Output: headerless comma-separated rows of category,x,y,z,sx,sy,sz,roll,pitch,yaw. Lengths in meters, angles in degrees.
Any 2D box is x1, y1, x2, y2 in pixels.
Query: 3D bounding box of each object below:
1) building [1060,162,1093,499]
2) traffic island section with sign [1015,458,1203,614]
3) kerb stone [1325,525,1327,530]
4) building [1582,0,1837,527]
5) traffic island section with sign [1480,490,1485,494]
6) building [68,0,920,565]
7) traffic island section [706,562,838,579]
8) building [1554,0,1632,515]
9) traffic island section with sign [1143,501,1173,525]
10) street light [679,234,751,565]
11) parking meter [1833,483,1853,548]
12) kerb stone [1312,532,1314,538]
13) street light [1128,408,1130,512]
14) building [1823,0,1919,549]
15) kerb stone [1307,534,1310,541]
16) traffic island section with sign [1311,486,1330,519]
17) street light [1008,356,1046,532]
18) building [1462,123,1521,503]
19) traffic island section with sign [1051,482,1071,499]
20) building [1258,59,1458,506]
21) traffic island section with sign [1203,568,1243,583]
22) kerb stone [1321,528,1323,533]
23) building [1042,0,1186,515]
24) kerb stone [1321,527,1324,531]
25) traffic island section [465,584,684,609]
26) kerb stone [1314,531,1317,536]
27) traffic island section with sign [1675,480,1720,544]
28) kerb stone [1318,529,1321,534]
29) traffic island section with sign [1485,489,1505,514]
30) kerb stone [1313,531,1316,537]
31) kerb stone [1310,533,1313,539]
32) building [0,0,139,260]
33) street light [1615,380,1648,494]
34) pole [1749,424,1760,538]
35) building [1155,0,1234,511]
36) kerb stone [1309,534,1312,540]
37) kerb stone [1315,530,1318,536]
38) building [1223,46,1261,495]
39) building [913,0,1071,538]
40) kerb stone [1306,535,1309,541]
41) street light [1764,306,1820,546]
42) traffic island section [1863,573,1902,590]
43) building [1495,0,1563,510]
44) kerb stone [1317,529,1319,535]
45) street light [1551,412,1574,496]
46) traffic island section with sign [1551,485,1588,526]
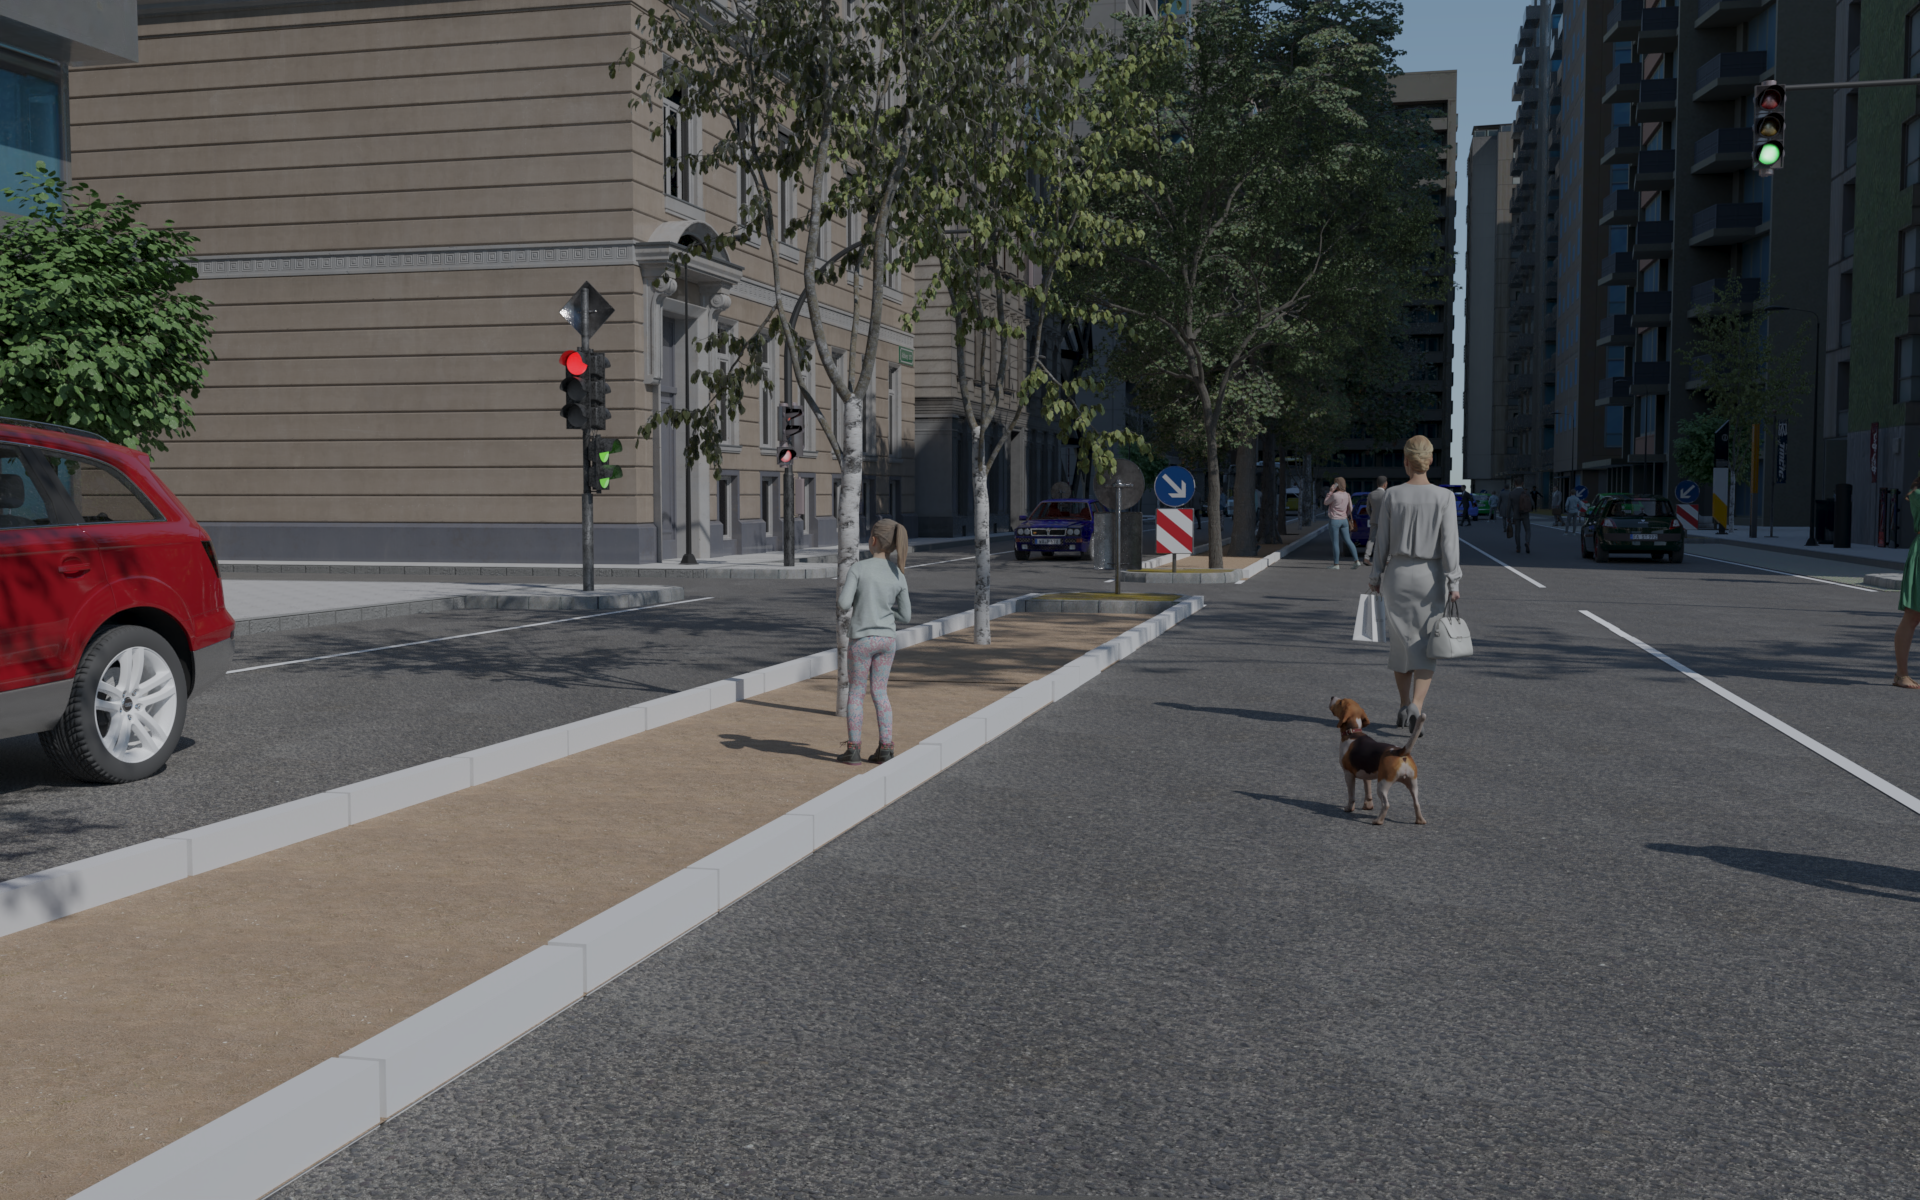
building,-2.637,-12.891,78.216,16.820,18.784,16.811,1,4,14
traffic island section with sign,1.873,-0.822,21.568,2.006,1.907,1.989,1,4,14
kerb stone,13.972,-2.719,66.708,0.120,0.150,1.000,1,4,14
building,41.456,-25.909,78.240,22.147,44.769,28.867,1,4,14
traffic island section with sign,45.750,-8.759,151.832,1.989,1.847,2.006,1,4,14
building,-9.557,-15.631,41.471,13.634,28.700,20.117,1,4,14
traffic island section,-3.050,-0.518,30.744,2.009,0.180,2.903,1,4,14
building,44.105,-27.780,104.314,14.600,45.320,14.200,1,4,14
traffic island section with sign,9.757,-4.469,81.696,1.989,1.847,2.006,1,4,14
street light,-4.415,-3.590,31.231,1.470,5.913,1.316,1,4,14
parking meter,20.993,-2.004,41.171,0.372,1.533,0.369,0,3,0
kerb stone,11.046,-1.992,54.760,0.120,0.150,1.000,1,4,14
street light,8.893,-6.904,85.429,1.470,5.913,1.316,1,4,14
building,30.551,-22.069,44.420,14.154,41.232,14.086,1,4,14
kerb stone,10.313,-1.802,51.771,0.120,0.150,1.000,1,4,14
traffic island section with sign,21.471,-5.726,101.763,2.006,1.907,1.989,1,4,14
street light,2.183,-5.245,58.304,1.470,5.913,1.316,1,4,14
building,61.299,-30.640,184.557,14.086,41.232,14.154,1,4,14
traffic island section with sign,3.145,-2.816,54.662,1.989,1.847,2.006,1,4,14
building,43.613,-34.802,192.712,21.600,48.544,21.300,1,4,14
traffic island section with sign,3.641,-1.262,28.762,2.006,1.907,1.989,1,4,14
kerb stone,12.756,-2.418,61.730,0.120,0.150,1.000,1,4,14
building,4.642,-41.433,115.676,20.563,71.187,20.611,1,4,14
kerb stone,12.999,-2.475,62.724,0.120,0.150,1.000,1,4,14
traffic island section,-4.946,-0.043,22.986,2.009,0.180,2.903,1,4,14
kerb stone,11.535,-2.111,56.758,0.120,0.150,1.000,1,4,14
traffic island section with sign,21.027,-2.572,50.680,1.989,1.847,2.006,1,4,14
kerb stone,12.268,-2.296,59.738,0.120,0.150,1.000,1,4,14
traffic island section with sign,39.235,-7.129,125.184,1.989,1.847,2.006,1,4,14
kerb stone,11.292,-2.053,55.763,0.120,0.150,1.000,1,4,14
kerb stone,10.804,-1.931,53.767,0.120,0.150,1.000,1,4,14
building,-26.791,-24.263,16.309,30.456,49.044,23.786,1,4,14
street light,27.307,-5.987,70.435,1.470,5.913,1.316,1,4,14
pole,23.207,-3.470,50.586,0.158,3.312,0.155,0,3,0
building,10.476,-31.943,141.871,23.786,49.044,30.456,1,4,14
kerb stone,10.563,-1.870,52.770,0.120,0.150,1.000,1,4,14
kerb stone,11.782,-2.175,57.752,0.120,0.150,1.000,1,4,14
building,22.140,-31.928,172.138,14.200,45.320,14.600,1,4,14
building,-2.638,-12.885,59.822,9.793,20.994,18.267,1,4,14
kerb stone,10.072,-1.741,50.770,0.120,0.150,1.000,1,4,14
street light,20.537,-4.296,42.781,1.470,5.913,1.316,1,4,14
traffic island section,15.059,-0.248,26.330,2.009,0.180,2.903,1,4,14
building,61.096,-32.712,154.451,23.786,49.044,30.456,1,4,14
kerb stone,12.019,-2.229,58.747,0.120,0.150,1.000,1,4,14
street light,34.144,-7.682,98.142,1.470,5.913,1.316,1,4,14
traffic island section with sign,27.666,-4.230,77.788,1.989,1.847,2.006,1,4,14
